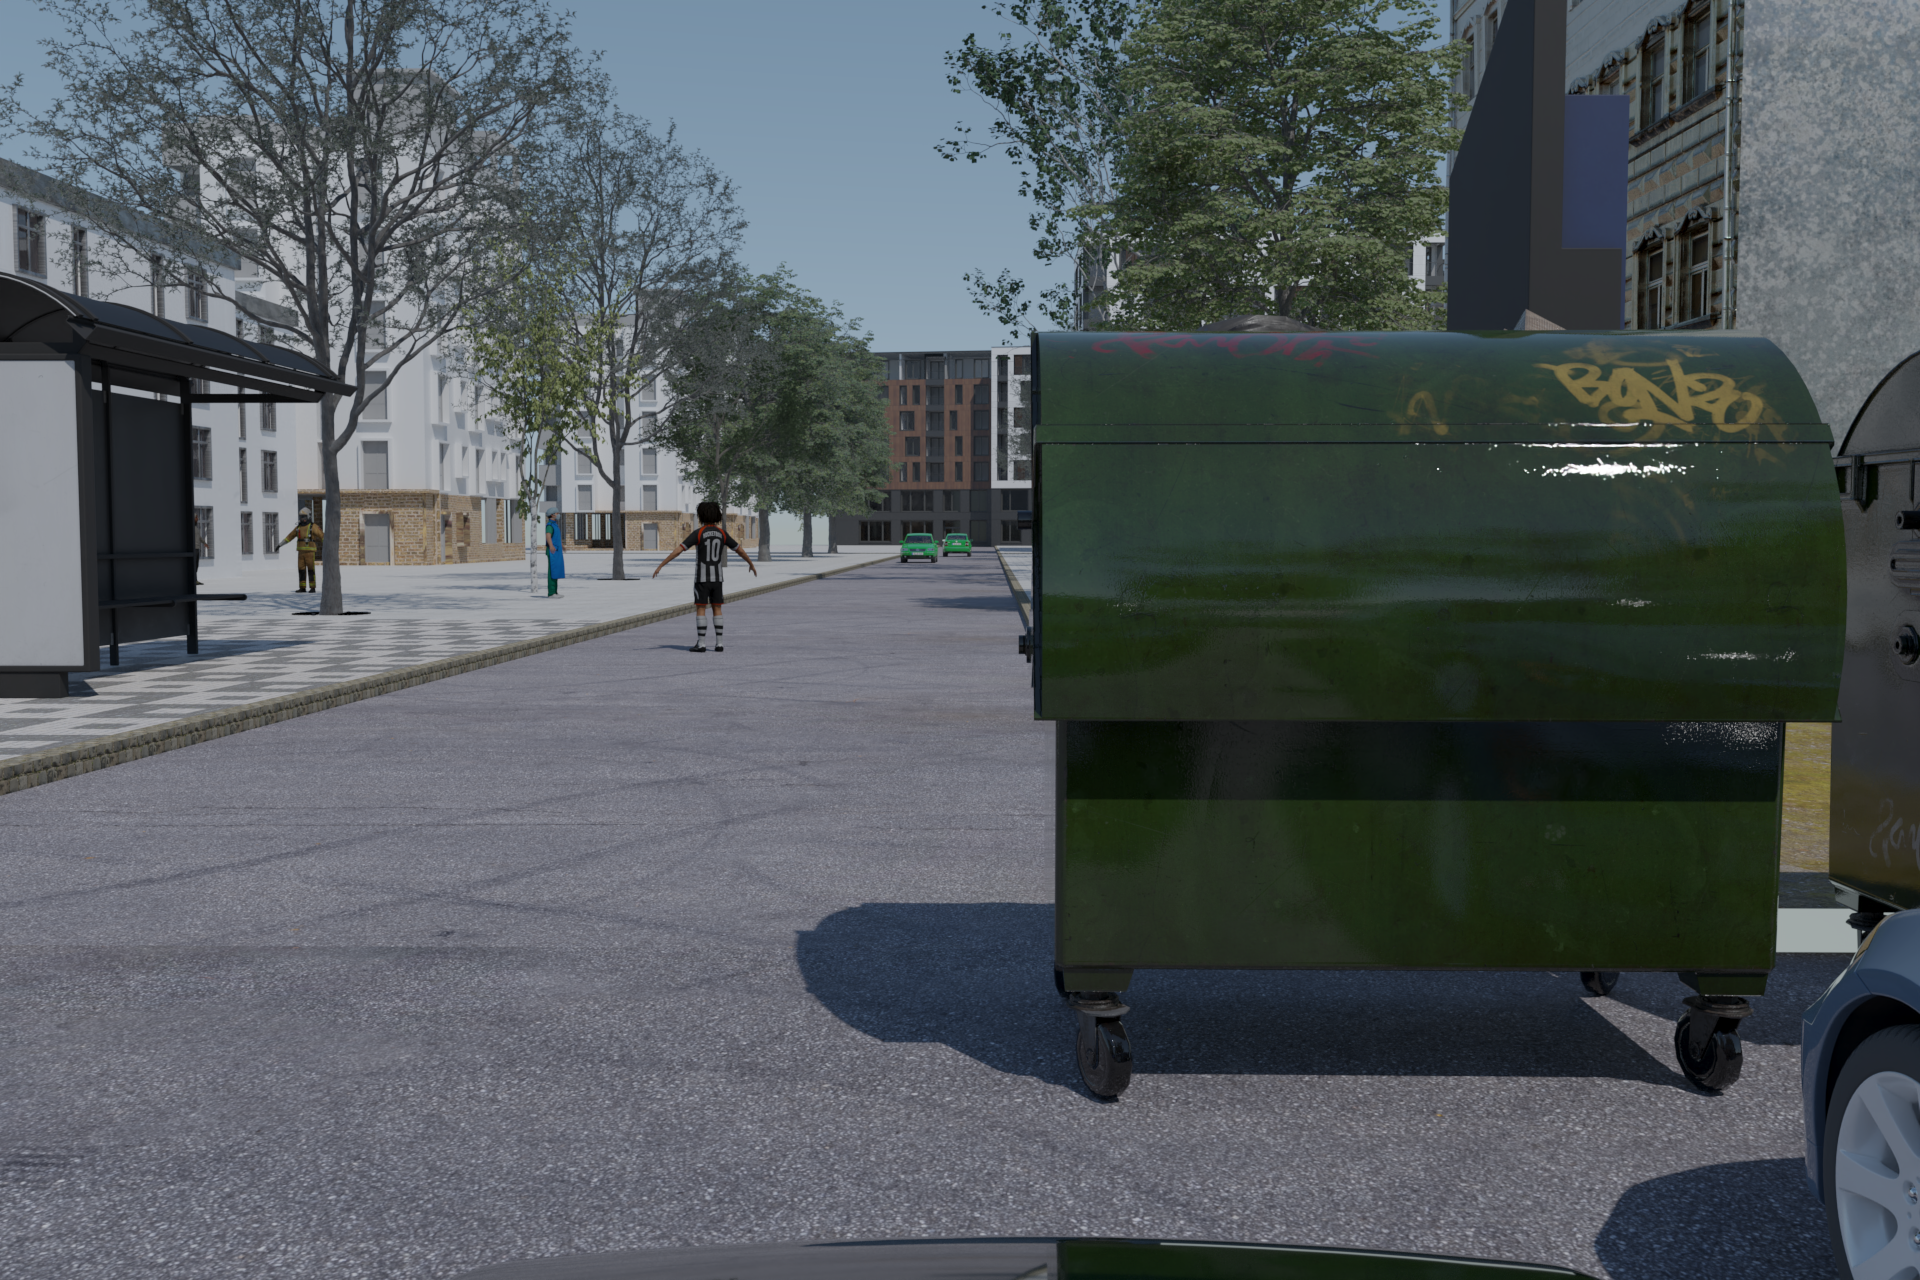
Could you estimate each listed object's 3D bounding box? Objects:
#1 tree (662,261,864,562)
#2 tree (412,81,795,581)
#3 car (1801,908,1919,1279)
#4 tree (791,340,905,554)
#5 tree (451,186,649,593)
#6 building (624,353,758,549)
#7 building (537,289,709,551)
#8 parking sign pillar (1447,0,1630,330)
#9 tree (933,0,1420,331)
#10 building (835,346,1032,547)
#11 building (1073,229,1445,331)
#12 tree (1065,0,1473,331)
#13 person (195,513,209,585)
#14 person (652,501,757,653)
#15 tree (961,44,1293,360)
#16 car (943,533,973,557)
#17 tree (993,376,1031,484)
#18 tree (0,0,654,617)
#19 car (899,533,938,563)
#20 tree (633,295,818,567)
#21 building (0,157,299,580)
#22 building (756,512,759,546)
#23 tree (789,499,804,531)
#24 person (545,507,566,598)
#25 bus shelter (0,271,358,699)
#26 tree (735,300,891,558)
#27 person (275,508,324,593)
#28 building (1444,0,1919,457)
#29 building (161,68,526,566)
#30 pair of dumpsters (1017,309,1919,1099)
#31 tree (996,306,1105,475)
[{"bbox_3d":[-9.149,-10.588,79.762,9.857,13.997,8.962,0,3,0],"label":"tree"},{"bbox_3d":[-9.598,-8.395,47.621,12.009,13.543,11.850,0,3,0],"label":"tree"},{"bbox_3d":[2.384,0.653,1.321,2.014,1.417,4.499,0,4,1],"label":"car"},{"bbox_3d":[-8.209,-12.579,112.328,9.857,13.997,8.962,0,3,0],"label":"tree"},{"bbox_3d":[-9.152,-5.351,37.849,4.737,8.622,4.395,0,3,0],"label":"tree"},{"bbox_3d":[-24.582,-18.077,151.973,16.016,20.090,11.380,0,4,2],"label":"building"},{"bbox_3d":[-26.710,-17.032,134.891,16.016,20.090,11.380,0,4,2],"label":"building"},{"bbox_3d":[2.702,-1.211,8.270,1.447,3.967,1.447,0,3,0],"label":"parking sign pillar"},{"bbox_3d":[5.483,-11.570,45.066,12.611,20.169,13.585,0,3,0],"label":"tree"},{"bbox_3d":[3.566,-21.728,201.685,32.646,21.610,27.936,1,4,10],"label":"building"},{"bbox_3d":[22.538,-17.665,132.797,27.936,21.610,32.646,0,4,1],"label":"building"},{"bbox_3d":[5.486,-6.832,29.823,7.486,12.596,7.792,0,3,0],"label":"tree"},{"bbox_3d":[-19.193,-2.282,43.433,0.705,1.813,1.348,0,4,-3],"label":"person"},{"bbox_3d":[-3.061,-0.760,21.030,1.345,1.843,0.704,-2,4,-30],"label":"person"},{"bbox_3d":[6.517,-12.855,66.075,12.611,20.169,13.585,0,3,0],"label":"tree"},{"bbox_3d":[-0.168,-6.165,109.590,1.959,1.807,4.718,0,4,1],"label":"car"},{"bbox_3d":[7.452,-11.994,106.473,12.009,13.543,11.850,0,3,0],"label":"tree"},{"bbox_3d":[-9.811,-7.136,27.050,12.009,13.543,11.850,0,3,0],"label":"tree"},{"bbox_3d":[-2.039,-4.773,86.839,1.959,1.807,4.718,0,4,1],"label":"car"},{"bbox_3d":[-8.856,-8.085,66.599,8.767,10.594,7.601,3,4,36],"label":"tree"},{"bbox_3d":[-25.765,-6.678,51.329,9.099,9.664,28.070,0,4,0],"label":"building"},{"bbox_3d":[-26.075,-19.222,170.694,16.016,20.090,11.380,0,4,2],"label":"building"},{"bbox_3d":[-18.192,-15.317,200.787,4.737,8.622,4.395,0,3,0],"label":"tree"},{"bbox_3d":[-8.100,-1.744,34.648,0.704,1.817,1.347,0,4,-3],"label":"person"},{"bbox_3d":[-7.519,-1.349,15.977,2.014,3.302,5.546,0,4,1],"label":"bus shelter"},{"bbox_3d":[-8.458,-11.478,94.327,9.857,13.997,8.962,0,3,0],"label":"tree"},{"bbox_3d":[-14.270,-1.957,37.767,1.354,1.858,0.705,1,4,12],"label":"person"},{"bbox_3d":[22.166,-12.616,37.204,19.493,23.208,18.063,0,4,1],"label":"building"},{"bbox_3d":[-26.430,-13.181,71.924,16.016,20.090,11.380,0,4,0],"label":"building"},{"bbox_3d":[2.378,0.007,4.829,4.436,2.255,1.574,0,4,1],"label":"pair of dumpsters"},{"bbox_3d":[6.983,-11.175,93.074,12.009,13.543,11.850,0,3,0],"label":"tree"}]
